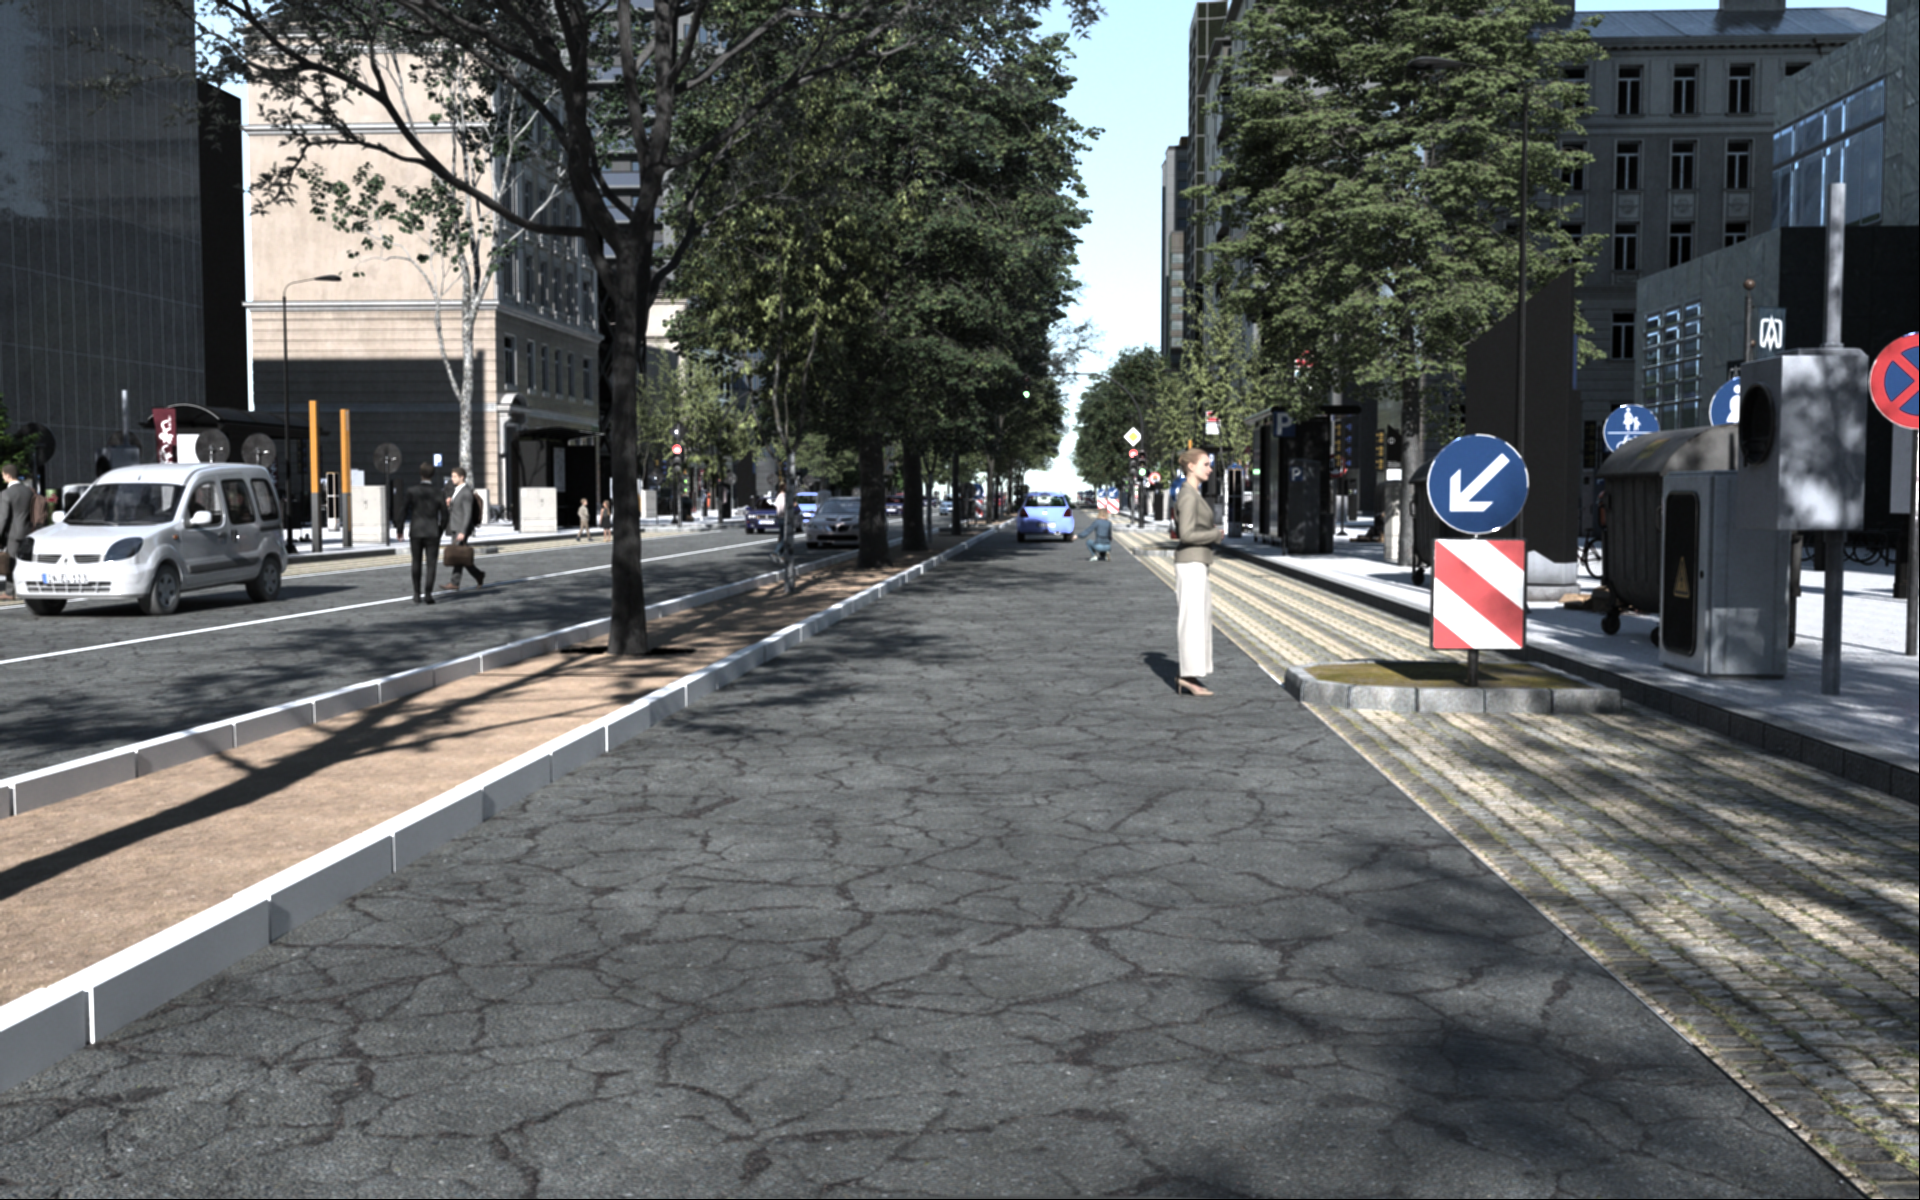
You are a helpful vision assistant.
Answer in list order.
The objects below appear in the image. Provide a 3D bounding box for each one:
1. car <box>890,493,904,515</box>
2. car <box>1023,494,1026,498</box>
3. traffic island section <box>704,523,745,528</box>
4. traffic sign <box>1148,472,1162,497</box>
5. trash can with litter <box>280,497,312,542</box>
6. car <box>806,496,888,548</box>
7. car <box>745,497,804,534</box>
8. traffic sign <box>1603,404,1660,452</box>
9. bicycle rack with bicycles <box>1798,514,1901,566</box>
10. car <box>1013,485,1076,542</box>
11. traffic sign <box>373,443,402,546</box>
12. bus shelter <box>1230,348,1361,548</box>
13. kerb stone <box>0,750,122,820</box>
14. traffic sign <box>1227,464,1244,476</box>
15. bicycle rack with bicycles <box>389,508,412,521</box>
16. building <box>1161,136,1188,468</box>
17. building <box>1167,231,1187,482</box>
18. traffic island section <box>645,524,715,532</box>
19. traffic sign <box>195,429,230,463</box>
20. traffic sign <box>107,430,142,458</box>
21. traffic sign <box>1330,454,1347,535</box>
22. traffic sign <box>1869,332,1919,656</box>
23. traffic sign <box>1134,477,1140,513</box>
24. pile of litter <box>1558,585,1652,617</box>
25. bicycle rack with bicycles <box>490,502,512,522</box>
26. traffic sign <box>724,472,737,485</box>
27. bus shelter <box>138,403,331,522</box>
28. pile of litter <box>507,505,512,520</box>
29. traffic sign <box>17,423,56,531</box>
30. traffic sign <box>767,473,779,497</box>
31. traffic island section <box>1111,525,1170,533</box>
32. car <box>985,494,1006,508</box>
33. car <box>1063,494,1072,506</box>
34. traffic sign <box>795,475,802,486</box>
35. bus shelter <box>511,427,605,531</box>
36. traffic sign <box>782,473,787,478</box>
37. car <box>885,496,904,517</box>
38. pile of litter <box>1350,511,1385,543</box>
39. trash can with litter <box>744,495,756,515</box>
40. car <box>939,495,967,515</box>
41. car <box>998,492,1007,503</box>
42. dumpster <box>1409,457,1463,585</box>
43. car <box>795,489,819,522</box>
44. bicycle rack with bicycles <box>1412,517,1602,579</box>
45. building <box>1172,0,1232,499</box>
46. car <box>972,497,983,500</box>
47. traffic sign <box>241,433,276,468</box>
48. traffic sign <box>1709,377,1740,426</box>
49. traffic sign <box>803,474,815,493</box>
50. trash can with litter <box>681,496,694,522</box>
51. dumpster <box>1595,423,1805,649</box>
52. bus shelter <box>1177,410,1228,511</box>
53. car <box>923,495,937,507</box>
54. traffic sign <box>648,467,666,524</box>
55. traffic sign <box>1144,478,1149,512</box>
[{"bbox_3d":[-3.772,-6.707,118.700,2.155,1.783,4.494,0,4,4],"label":"car"},{"bbox_3d":[10.966,-16.567,282.875,2.014,1.417,4.499,0,4,1],"label":"car"},{"bbox_3d":[-10.253,-3.169,74.094,2.009,0.180,2.903,0,4,3],"label":"traffic island section"},{"bbox_3d":[11.181,-6.065,99.270,0.768,2.556,0.104,1,4,10],"label":"traffic sign"},{"bbox_3d":[-18.301,-2.156,46.307,2.233,1.210,1.678,-1,4,-18],"label":"trash can with litter"},{"bbox_3d":[-3.044,-2.142,47.389,2.083,1.381,4.827,0,4,4],"label":"car"},{"bbox_3d":[-6.789,-3.112,63.453,1.945,1.354,3.894,0,4,3],"label":"car"},{"bbox_3d":[9.535,-1.503,24.683,0.768,2.556,0.104,0,4,7],"label":"traffic sign"},{"bbox_3d":[16.679,-1.147,32.133,2.852,0.926,2.925,-2,4,-34],"label":"bicycle rack with bicycles"},{"bbox_3d":[2.578,-2.646,52.852,1.945,1.707,3.694,0,4,1],"label":"car"},{"bbox_3d":[-14.207,-2.621,42.957,0.768,2.556,0.104,1,4,11],"label":"traffic sign"},{"bbox_3d":[8.667,-4.132,45.184,2.179,5.291,8.768,0,4,3],"label":"bus shelter"},{"bbox_3d":[-4.214,0.858,8.170,0.120,0.150,1.000,0,4,3],"label":"kerb stone"},{"bbox_3d":[11.476,-4.418,72.340,0.768,2.556,0.104,0,4,5],"label":"traffic sign"},{"bbox_3d":[-27.766,-4.280,83.360,2.925,0.926,2.852,-3,4,-36],"label":"bicycle rack with bicycles"},{"bbox_3d":[44.256,-45.795,290.746,21.231,58.520,28.212,0,4,3],"label":"building"},{"bbox_3d":[39.392,-35.861,269.925,14.154,41.232,14.086,0,4,3],"label":"building"},{"bbox_3d":[-10.728,-2.682,66.123,2.009,0.180,2.903,0,4,3],"label":"traffic island section"},{"bbox_3d":[-14.596,-2.061,33.809,0.768,2.556,0.104,1,4,12],"label":"traffic sign"},{"bbox_3d":[-16.557,-2.093,34.322,0.768,2.556,0.104,1,4,10],"label":"traffic sign"},{"bbox_3d":[11.861,-3.346,54.808,0.768,2.556,0.104,0,4,5],"label":"traffic sign"},{"bbox_3d":[7.560,-0.831,13.688,0.768,2.556,0.104,1,4,13],"label":"traffic sign"},{"bbox_3d":[12.178,-7.260,118.800,0.768,2.556,0.104,1,4,12],"label":"traffic sign"},{"bbox_3d":[7.195,-0.310,19.038,1.176,0.858,1.719,2,4,29],"label":"pile of litter"},{"bbox_3d":[-21.877,-4.019,79.085,2.925,0.926,2.852,-1,4,-13],"label":"bicycle rack with bicycles"},{"bbox_3d":[-13.216,-6.092,99.714,0.768,2.556,0.104,1,4,12],"label":"traffic sign"},{"bbox_3d":[-17.163,-2.904,41.403,2.014,3.302,5.546,0,4,3],"label":"bus shelter"},{"bbox_3d":[-21.680,-4.369,85.392,1.176,0.858,1.719,2,4,26],"label":"pile of litter"},{"bbox_3d":[-16.505,-1.884,30.912,0.768,2.556,0.104,0,4,4],"label":"traffic sign"},{"bbox_3d":[-11.486,-6.487,106.171,0.768,2.556,0.104,1,4,12],"label":"traffic sign"},{"bbox_3d":[6.832,-2.618,65.077,2.009,0.180,2.903,0,4,3],"label":"traffic island section"},{"bbox_3d":[3.608,-10.271,176.974,2.155,1.783,4.494,0,4,1],"label":"car"},{"bbox_3d":[9.631,-9.429,165.968,2.131,1.459,4.920,0,4,5],"label":"car"},{"bbox_3d":[-11.149,-7.203,117.769,0.884,2.594,0.081,1,4,9],"label":"traffic sign"},{"bbox_3d":[-14.644,-4.414,63.458,1.731,3.624,6.357,0,4,4],"label":"bus shelter"},{"bbox_3d":[-10.330,-6.348,103.902,0.768,2.556,0.104,0,4,5],"label":"traffic sign"},{"bbox_3d":[-4.089,-5.905,109.123,1.945,1.354,3.894,0,4,5],"label":"car"},{"bbox_3d":[11.112,-1.967,46.127,1.176,0.858,1.719,-1,4,-17],"label":"pile of litter"},{"bbox_3d":[-12.299,-5.655,103.510,1.678,1.210,2.233,-3,4,-38],"label":"trash can with litter"},{"bbox_3d":[-0.360,-6.452,117.486,2.014,1.417,4.499,0,4,5],"label":"car"},{"bbox_3d":[6.571,-16.827,283.799,2.281,1.827,5.304,0,4,3],"label":"car"},{"bbox_3d":[6.903,-1.088,23.553,1.264,1.857,1.865,0,4,3],"label":"dumpster"},{"bbox_3d":[-6.922,-4.278,79.529,1.945,1.707,3.694,0,4,2],"label":"car"},{"bbox_3d":[8.383,-0.839,27.099,2.852,0.926,2.925,-1,4,-12],"label":"bicycle rack with bicycles"},{"bbox_3d":[41.758,-49.741,251.524,20.563,71.187,20.611,0,4,3],"label":"building"},{"bbox_3d":[2.034,-12.822,221.636,2.014,1.417,4.499,0,4,2],"label":"car"},{"bbox_3d":[-14.700,-2.214,36.301,0.768,2.556,0.104,0,4,7],"label":"traffic sign"},{"bbox_3d":[8.484,-1.141,18.761,0.768,2.556,0.104,1,4,9],"label":"traffic sign"},{"bbox_3d":[-9.827,-6.878,112.553,0.768,2.556,0.104,1,4,10],"label":"traffic sign"},{"bbox_3d":[-12.632,-4.240,80.715,0.624,1.170,1.055,-2,4,-27],"label":"trash can with litter"},{"bbox_3d":[6.407,-0.567,15.033,1.264,1.857,1.865,0,4,4],"label":"dumpster"},{"bbox_3d":[11.317,-6.320,80.961,2.179,5.291,8.768,0,4,3],"label":"bus shelter"},{"bbox_3d":[-3.391,-10.591,185.736,1.945,1.354,3.894,0,4,3],"label":"car"},{"bbox_3d":[-12.902,-4.439,73.757,0.795,2.450,0.064,0,4,6],"label":"traffic sign"},{"bbox_3d":[11.151,-6.270,104.649,0.606,2.300,0.079,1,4,8],"label":"traffic sign"}]
